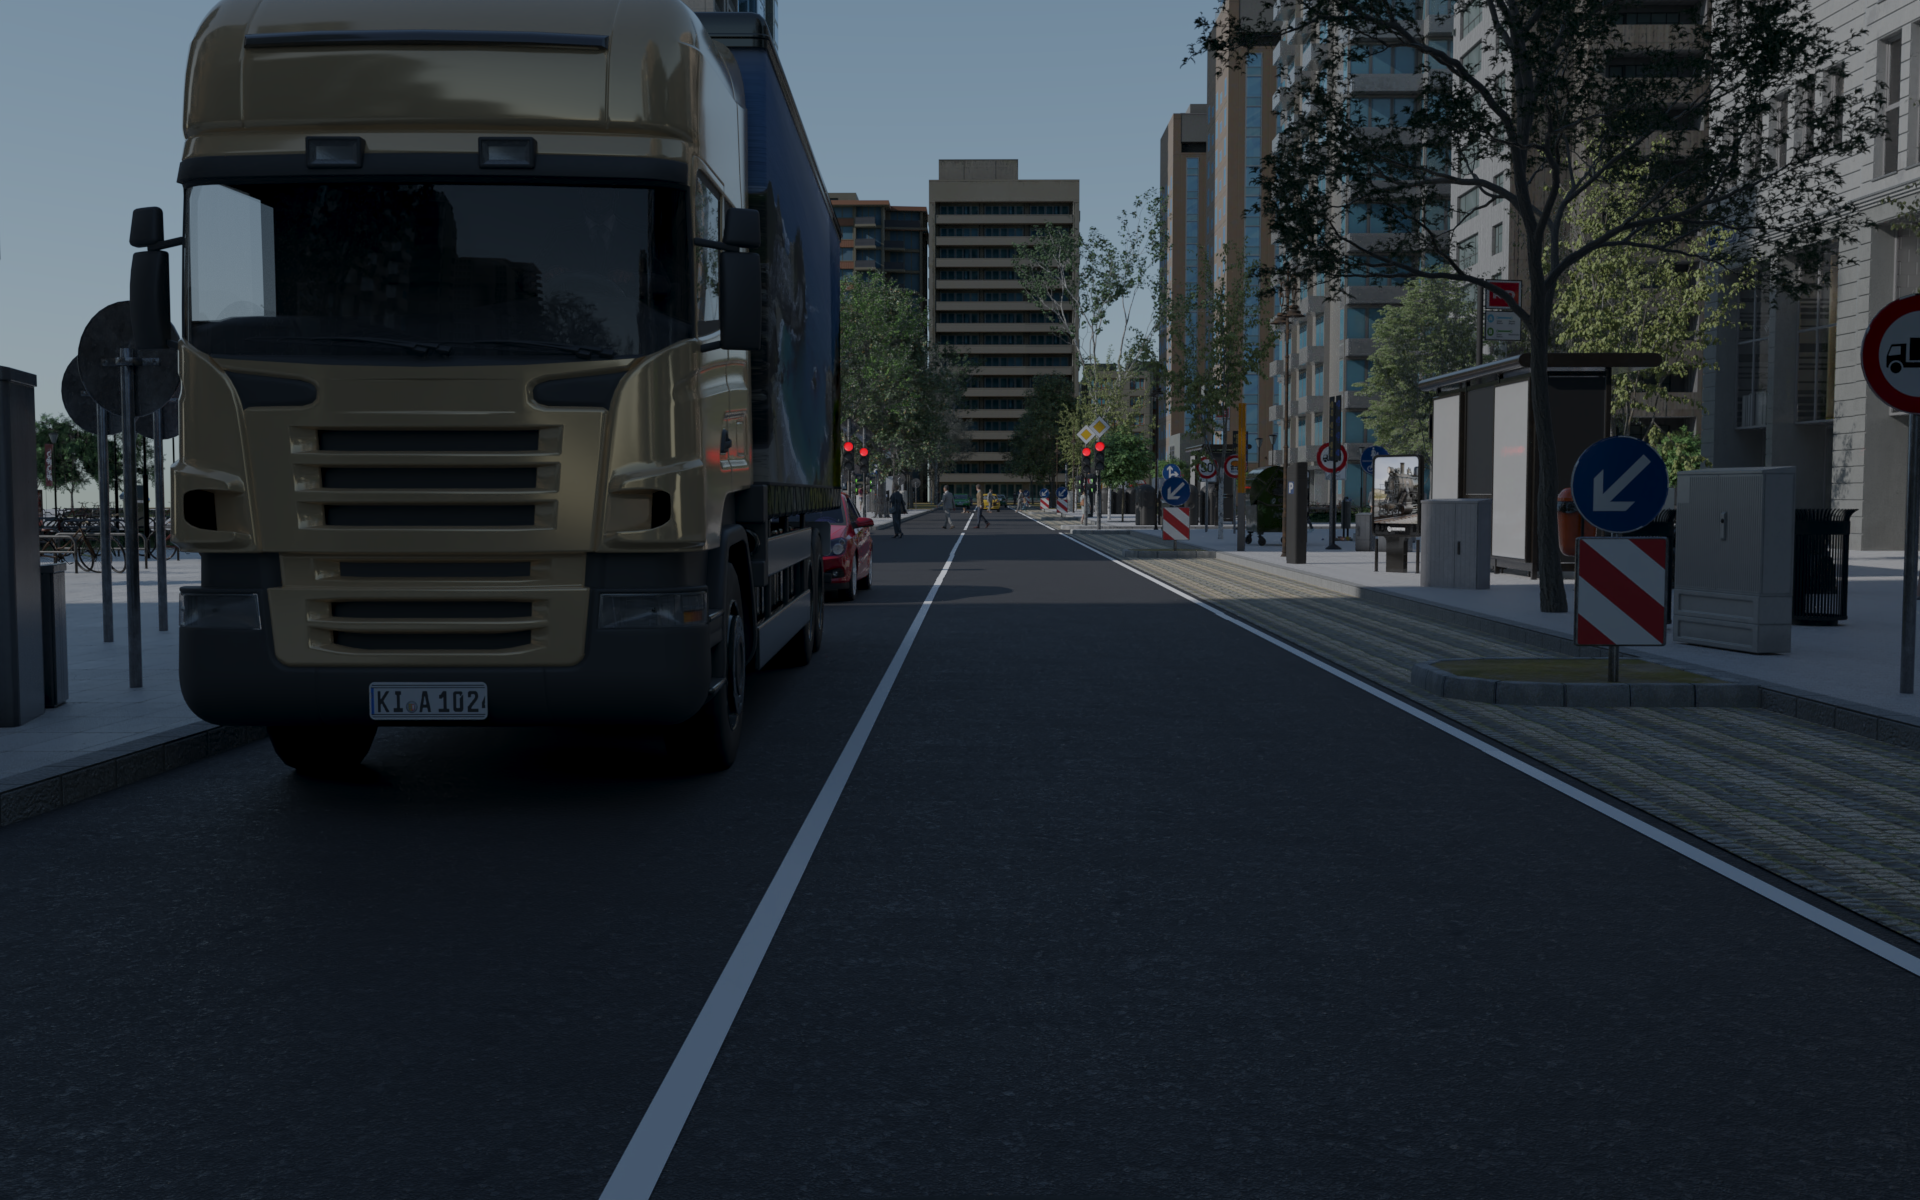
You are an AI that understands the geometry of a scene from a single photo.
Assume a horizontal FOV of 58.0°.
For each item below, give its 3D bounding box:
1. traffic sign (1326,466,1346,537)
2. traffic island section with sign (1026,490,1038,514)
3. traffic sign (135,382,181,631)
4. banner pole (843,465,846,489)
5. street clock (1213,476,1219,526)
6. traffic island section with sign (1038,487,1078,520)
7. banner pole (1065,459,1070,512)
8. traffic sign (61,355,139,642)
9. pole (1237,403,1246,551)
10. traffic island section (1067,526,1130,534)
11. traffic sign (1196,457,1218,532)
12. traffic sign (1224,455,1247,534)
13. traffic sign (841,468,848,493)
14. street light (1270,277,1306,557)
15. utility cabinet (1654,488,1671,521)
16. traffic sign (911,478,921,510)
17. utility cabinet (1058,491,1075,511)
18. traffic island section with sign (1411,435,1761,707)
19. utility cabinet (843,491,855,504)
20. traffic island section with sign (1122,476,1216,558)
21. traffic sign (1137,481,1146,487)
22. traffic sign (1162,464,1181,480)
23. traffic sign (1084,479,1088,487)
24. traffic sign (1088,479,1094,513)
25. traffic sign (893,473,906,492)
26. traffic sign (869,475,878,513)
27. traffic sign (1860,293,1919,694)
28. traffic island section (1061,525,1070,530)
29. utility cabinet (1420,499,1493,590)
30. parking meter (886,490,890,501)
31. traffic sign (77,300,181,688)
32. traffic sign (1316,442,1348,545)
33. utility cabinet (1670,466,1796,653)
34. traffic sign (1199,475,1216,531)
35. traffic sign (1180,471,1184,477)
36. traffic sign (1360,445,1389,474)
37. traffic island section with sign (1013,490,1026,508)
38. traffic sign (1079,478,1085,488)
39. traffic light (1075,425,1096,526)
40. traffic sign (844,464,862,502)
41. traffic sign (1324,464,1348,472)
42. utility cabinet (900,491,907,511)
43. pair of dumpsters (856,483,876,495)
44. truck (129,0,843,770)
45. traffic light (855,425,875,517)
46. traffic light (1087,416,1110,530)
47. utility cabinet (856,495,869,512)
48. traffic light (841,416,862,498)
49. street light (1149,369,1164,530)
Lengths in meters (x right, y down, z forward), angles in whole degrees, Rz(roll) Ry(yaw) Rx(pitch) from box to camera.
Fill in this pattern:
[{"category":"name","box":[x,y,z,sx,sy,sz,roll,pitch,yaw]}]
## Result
[{"category":"traffic sign","box":[11.054,-2.989,51.000,0.606,2.300,0.079,1,4,10]},{"category":"traffic island section with sign","box":[5.832,-6.952,122.299,1.989,1.847,2.006,0,4,1]},{"category":"traffic sign","box":[-7.472,-0.982,16.168,0.768,2.556,0.104,0,4,3]},{"category":"banner pole","box":[-7.170,-6.967,103.935,0.863,3.779,0.401,2,4,25]},{"category":"street clock","box":[10.314,-3.970,69.479,0.358,2.002,0.471,0,4,4]},{"category":"traffic island section with sign","box":[5.473,-5.304,95.346,1.989,1.847,2.006,0,4,1]},{"category":"banner pole","box":[7.673,-8.259,125.053,0.401,3.779,0.863,-1,4,-9]},{"category":"traffic sign","box":[-7.387,-0.908,14.949,0.768,2.556,0.104,0,4,5]},{"category":"pole","box":[6.328,-2.755,38.891,0.158,3.312,0.155,0,3,0]},{"category":"traffic island section","box":[5.028,-2.456,62.432,2.009,0.180,2.903,0,4,1]},{"category":"traffic sign","box":[8.281,-3.552,58.181,0.768,2.556,0.104,0,4,1]},{"category":"traffic sign","box":[8.884,-3.417,55.979,0.768,2.556,0.104,0,4,3]},{"category":"traffic sign","box":[-5.845,-5.236,85.714,0.768,2.556,0.104,0,4,4]},{"category":"street light","box":[6.648,-3.822,35.270,0.468,5.910,1.993,0,4,1]},{"category":"utility cabinet","box":[23.748,-3.065,58.800,1.173,1.500,0.318,-2,4,-31]},{"category":"traffic sign","box":[-3.564,-8.552,139.935,0.768,2.556,0.104,1,4,8]},{"category":"utility cabinet","box":[7.768,-7.194,126.302,1.173,1.500,0.318,1,4,23]},{"category":"traffic island section with sign","box":[4.374,-0.238,12.511,1.989,1.847,2.006,0,4,1]},{"category":"utility cabinet","box":[-7.662,-6.568,116.068,1.173,1.500,0.318,0,4,-1]},{"category":"traffic island section with sign","box":[4.724,-1.886,39.464,1.989,1.847,2.006,0,4,1]},{"category":"traffic sign","box":[10.158,-6.017,98.383,0.884,2.594,0.081,0,4,3]},{"category":"traffic sign","box":[8.901,-4.456,72.967,0.768,2.556,0.104,1,4,9]},{"category":"traffic sign","box":[9.362,-7.667,125.361,0.884,2.594,0.081,0,4,1]},{"category":"traffic sign","box":[9.040,-7.168,117.307,0.768,2.556,0.104,0,4,5]},{"category":"traffic sign","box":[-3.598,-6.246,102.234,0.768,2.556,0.104,0,4,2]},{"category":"traffic sign","box":[-5.814,-6.998,114.516,0.768,2.556,0.104,1,4,9]},{"category":"traffic sign","box":[6.099,-0.671,11.080,0.768,2.556,0.104,0,4,1]},{"category":"traffic island section","box":[5.135,-2.944,70.417,2.009,0.180,2.903,0,4,1]},{"category":"utility cabinet","box":[6.770,-0.766,23.688,0.306,1.237,1.020,-2,4,-32]},{"category":"parking meter","box":[-4.539,-6.030,106.998,0.372,1.533,0.369,0,3,0]},{"category":"traffic sign","box":[-5.472,-0.692,11.423,0.768,2.556,0.104,1,4,10]},{"category":"traffic sign","box":[8.988,-2.558,41.935,0.768,2.556,0.104,0,4,2]},{"category":"utility cabinet","box":[6.362,-0.344,14.297,0.318,1.500,1.173,-1,4,-10]},{"category":"traffic sign","box":[8.532,-3.526,59.783,0.606,2.300,0.079,1,4,10]},{"category":"traffic sign","box":[11.872,-5.780,94.615,0.768,2.556,0.104,0,4,3]},{"category":"traffic sign","box":[10.899,-2.778,45.528,0.768,2.556,0.104,1,4,10]},{"category":"traffic island section with sign","box":[6.521,-10.075,173.355,1.989,1.847,2.006,0,4,1]},{"category":"traffic sign","box":[9.806,-8.369,136.936,0.768,2.556,0.104,0,4,7]},{"category":"traffic light","box":[5.095,-4.978,70.303,0.839,4.253,0.868,0,4,1]},{"category":"traffic sign","box":[-4.496,-4.432,72.571,0.768,2.556,0.104,0,4,5]},{"category":"traffic sign","box":[11.786,-3.327,54.496,0.768,2.556,0.104,0,4,8]},{"category":"utility cabinet","box":[-4.033,-6.531,115.458,0.318,1.500,1.173,-3,5,-41]},{"category":"pair of dumpsters","box":[-7.375,-8.429,140.305,1.574,2.255,4.437,0,4,1]},{"category":"truck","box":[-2.378,-1.436,12.394,2.839,4.237,11.283,0,4,-1]},{"category":"traffic light","box":[-3.866,-4.984,70.407,0.839,4.253,0.868,0,4,1]},{"category":"traffic light","box":[4.988,-4.489,62.319,0.839,4.253,0.868,0,4,1]},{"category":"utility cabinet","box":[-6.847,-6.773,121.905,1.020,1.237,0.306,3,5,40]},{"category":"traffic light","box":[-3.972,-4.496,62.422,0.839,4.253,0.868,0,4,1]},{"category":"street light","box":[7.024,-5.452,61.928,0.468,5.910,1.993,0,4,1]}]
